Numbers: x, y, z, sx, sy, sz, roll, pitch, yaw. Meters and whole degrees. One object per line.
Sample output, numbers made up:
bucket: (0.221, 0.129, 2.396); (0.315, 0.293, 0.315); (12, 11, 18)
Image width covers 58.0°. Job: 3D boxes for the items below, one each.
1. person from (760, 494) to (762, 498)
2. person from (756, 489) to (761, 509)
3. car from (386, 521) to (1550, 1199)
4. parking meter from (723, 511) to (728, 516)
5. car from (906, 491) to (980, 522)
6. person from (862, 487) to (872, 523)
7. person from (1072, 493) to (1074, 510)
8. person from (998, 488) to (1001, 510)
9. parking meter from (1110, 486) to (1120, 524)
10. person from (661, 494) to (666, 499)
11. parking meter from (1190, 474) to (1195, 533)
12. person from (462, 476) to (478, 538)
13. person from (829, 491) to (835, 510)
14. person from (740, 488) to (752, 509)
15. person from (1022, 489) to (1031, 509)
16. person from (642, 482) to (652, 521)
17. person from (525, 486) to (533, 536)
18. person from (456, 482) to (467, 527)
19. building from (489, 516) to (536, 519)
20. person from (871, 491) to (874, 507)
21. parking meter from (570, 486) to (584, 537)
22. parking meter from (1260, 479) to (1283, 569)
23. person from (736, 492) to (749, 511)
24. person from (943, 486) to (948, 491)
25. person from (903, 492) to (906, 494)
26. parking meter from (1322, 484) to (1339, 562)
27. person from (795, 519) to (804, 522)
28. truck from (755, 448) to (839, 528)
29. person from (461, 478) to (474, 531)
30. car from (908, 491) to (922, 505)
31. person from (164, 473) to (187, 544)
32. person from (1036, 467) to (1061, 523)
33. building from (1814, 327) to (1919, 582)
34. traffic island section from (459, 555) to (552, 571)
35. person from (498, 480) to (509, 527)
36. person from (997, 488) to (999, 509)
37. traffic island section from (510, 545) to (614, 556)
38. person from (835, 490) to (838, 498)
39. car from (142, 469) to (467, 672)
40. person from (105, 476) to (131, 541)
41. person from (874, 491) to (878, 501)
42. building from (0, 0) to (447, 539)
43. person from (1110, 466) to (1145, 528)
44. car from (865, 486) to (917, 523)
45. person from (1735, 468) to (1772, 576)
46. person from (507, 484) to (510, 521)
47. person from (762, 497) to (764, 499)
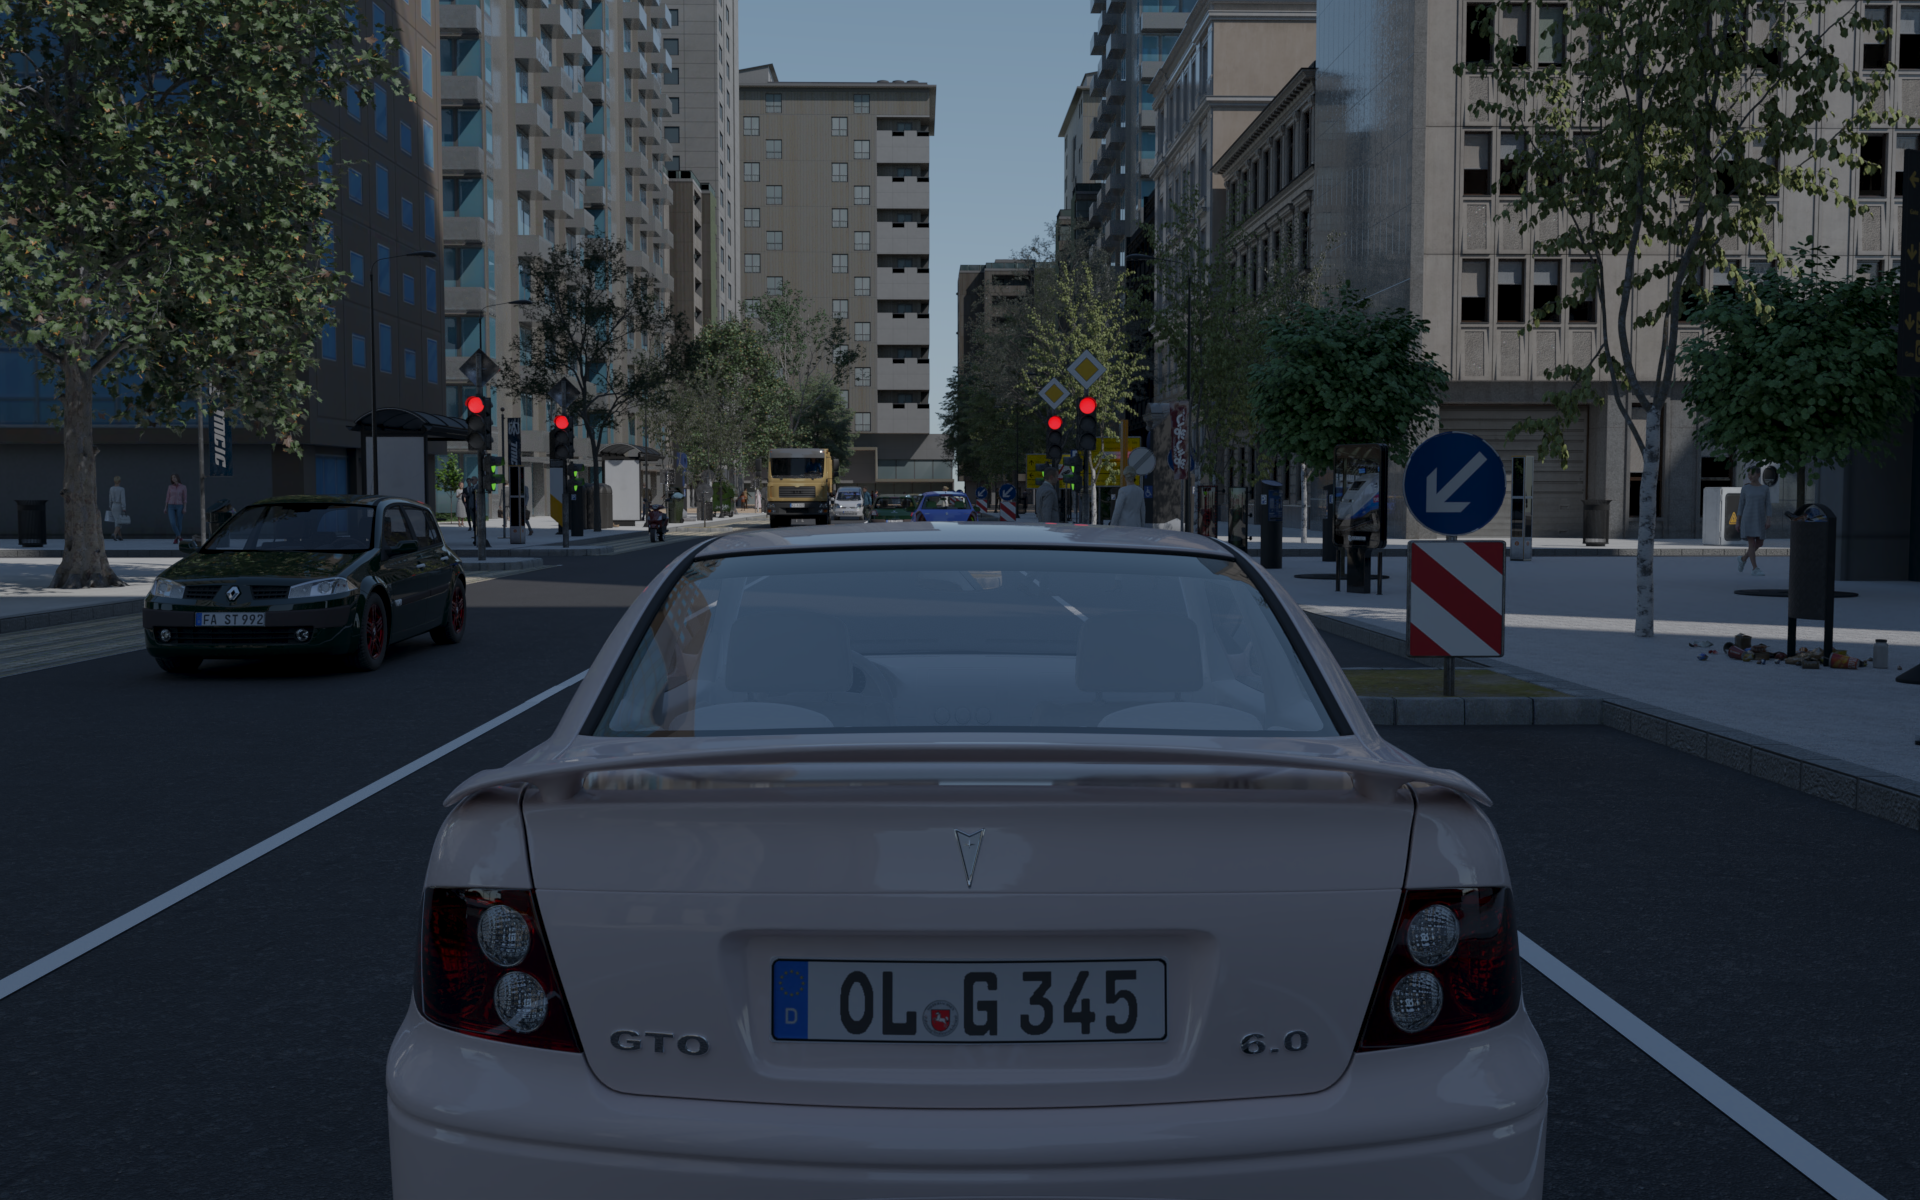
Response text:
person: (-21.504, -11.167, 189.554); (0.756, 1.711, 0.436); (1, 4, 17)
person: (-17.237, -8.604, 147.394); (0.621, 1.740, 0.551); (0, 4, 3)
car: (0.009, 0.479, 4.537); (2.083, 1.381, 4.827); (0, 3, 0)
parking meter: (-13.638, -5.790, 100.378); (0.255, 1.863, 0.399); (2, 4, 33)
car: (-0.418, -2.136, 44.508); (1.945, 1.707, 3.694); (0, 4, -3)
person: (-4.393, -4.479, 82.068); (0.444, 1.785, 0.601); (-1, 4, -20)
person: (8.960, -8.189, 140.660); (1.217, 1.736, 0.721); (1, 4, 18)
person: (3.340, -8.228, 141.086); (0.721, 1.766, 1.217); (0, 4, 6)
parking meter: (5.059, -2.916, 56.094); (0.372, 1.533, 0.369); (0, 3, 0)
person: (-19.878, -6.802, 118.073); (1.217, 1.723, 0.721); (2, 4, 25)
parking meter: (6.704, -2.741, 50.527); (0.255, 1.863, 0.399); (2, 4, 34)
person: (-14.069, -2.683, 50.082); (0.661, 1.801, 0.590); (2, 4, 32)
person: (-10.852, -8.419, 146.980); (1.217, 1.723, 0.721); (-2, 4, -26)
person: (-18.463, -8.749, 149.187); (1.348, 1.812, 0.705); (2, 4, 29)
person: (5.856, -8.871, 151.879); (0.742, 1.727, 0.445); (-1, 4, -20)
person: (-14.868, -4.673, 82.349); (0.836, 1.842, 0.656); (0, 4, -2)
person: (-13.530, -2.889, 53.397); (0.709, 1.813, 0.853); (1, 4, 21)
person: (-19.482, -3.742, 67.798); (0.524, 1.755, 0.480); (2, 4, 29)
building: (-33.828, -29.370, 99.808); (23.786, 49.044, 30.456); (0, 4, -1)
person: (-9.797, -11.278, 192.855); (0.705, 1.831, 1.348); (-1, 4, -23)
parking meter: (-11.592, -2.691, 52.415); (0.372, 1.533, 0.369); (0, 3, 0)
parking meter: (5.363, -1.309, 29.809); (0.372, 1.533, 0.369); (0, 3, 0)
person: (-16.674, -7.566, 133.002); (1.065, 1.426, 0.557); (1, 4, 14)
person: (-0.631, -4.414, 80.894); (0.641, 1.798, 0.478); (1, 4, 23)
person: (-4.840, -8.795, 153.774); (0.593, 1.643, 0.415); (-2, 4, -26)
parking meter: (7.079, -1.498, 32.904); (0.372, 1.533, 0.369); (0, 3, 0)
person: (-8.365, -4.930, 89.292); (0.537, 1.800, 0.526); (1, 4, 18)
truck: (-6.969, -4.883, 75.759); (3.469, 3.379, 9.791); (0, 4, -3)
person: (-16.988, -3.325, 60.177); (0.659, 1.850, 0.755); (-1, 4, -14)
car: (-2.578, -5.455, 99.406); (2.015, 1.641, 3.980); (0, 3, 0)
person: (-20.159, -2.351, 44.498); (0.555, 1.821, 0.388); (-1, 4, -19)
person: (1.234, -0.956, 24.244); (0.853, 1.813, 0.709); (-1, 4, -14)
building: (23.410, -35.222, 14.136); (20.563, 71.187, 20.611); (0, 4, -1)
traffic island section: (-9.268, -0.687, 33.512); (2.009, 0.180, 2.903); (0, 4, -1)
person: (-17.467, -3.727, 66.941); (0.822, 1.834, 0.622); (3, 5, 42)
person: (3.330, -9.016, 153.550); (0.705, 1.812, 1.348); (0, 4, 4)
traffic island section: (-9.459, -1.175, 41.495); (2.009, 0.180, 2.903); (0, 4, -1)
person: (-9.729, -7.737, 135.707); (0.721, 1.736, 1.217); (-1, 4, -9)
car: (-5.612, -0.332, 15.210); (2.009, 1.686, 4.222); (0, 4, -2)
person: (-23.104, -2.509, 47.422); (0.694, 1.780, 0.624); (2, 4, 24)
person: (-6.892, -8.122, 142.214); (0.530, 1.710, 0.541); (0, 4, 7)
building: (-25.368, -24.733, 54.502); (14.600, 45.320, 14.200); (0, 4, -1)
person: (2.514, -1.029, 25.201); (0.818, 1.842, 0.514); (2, 4, 24)
car: (-2.124, -2.882, 56.910); (2.009, 1.686, 4.222); (0, 4, -1)
person: (12.564, -1.266, 27.500); (0.466, 1.731, 0.760); (-1, 4, -12)
person: (-21.692, -4.679, 82.812); (0.520, 1.790, 0.573); (1, 4, 9)
person: (-19.548, -10.181, 172.501); (0.705, 1.824, 1.348); (-1, 4, -21)
